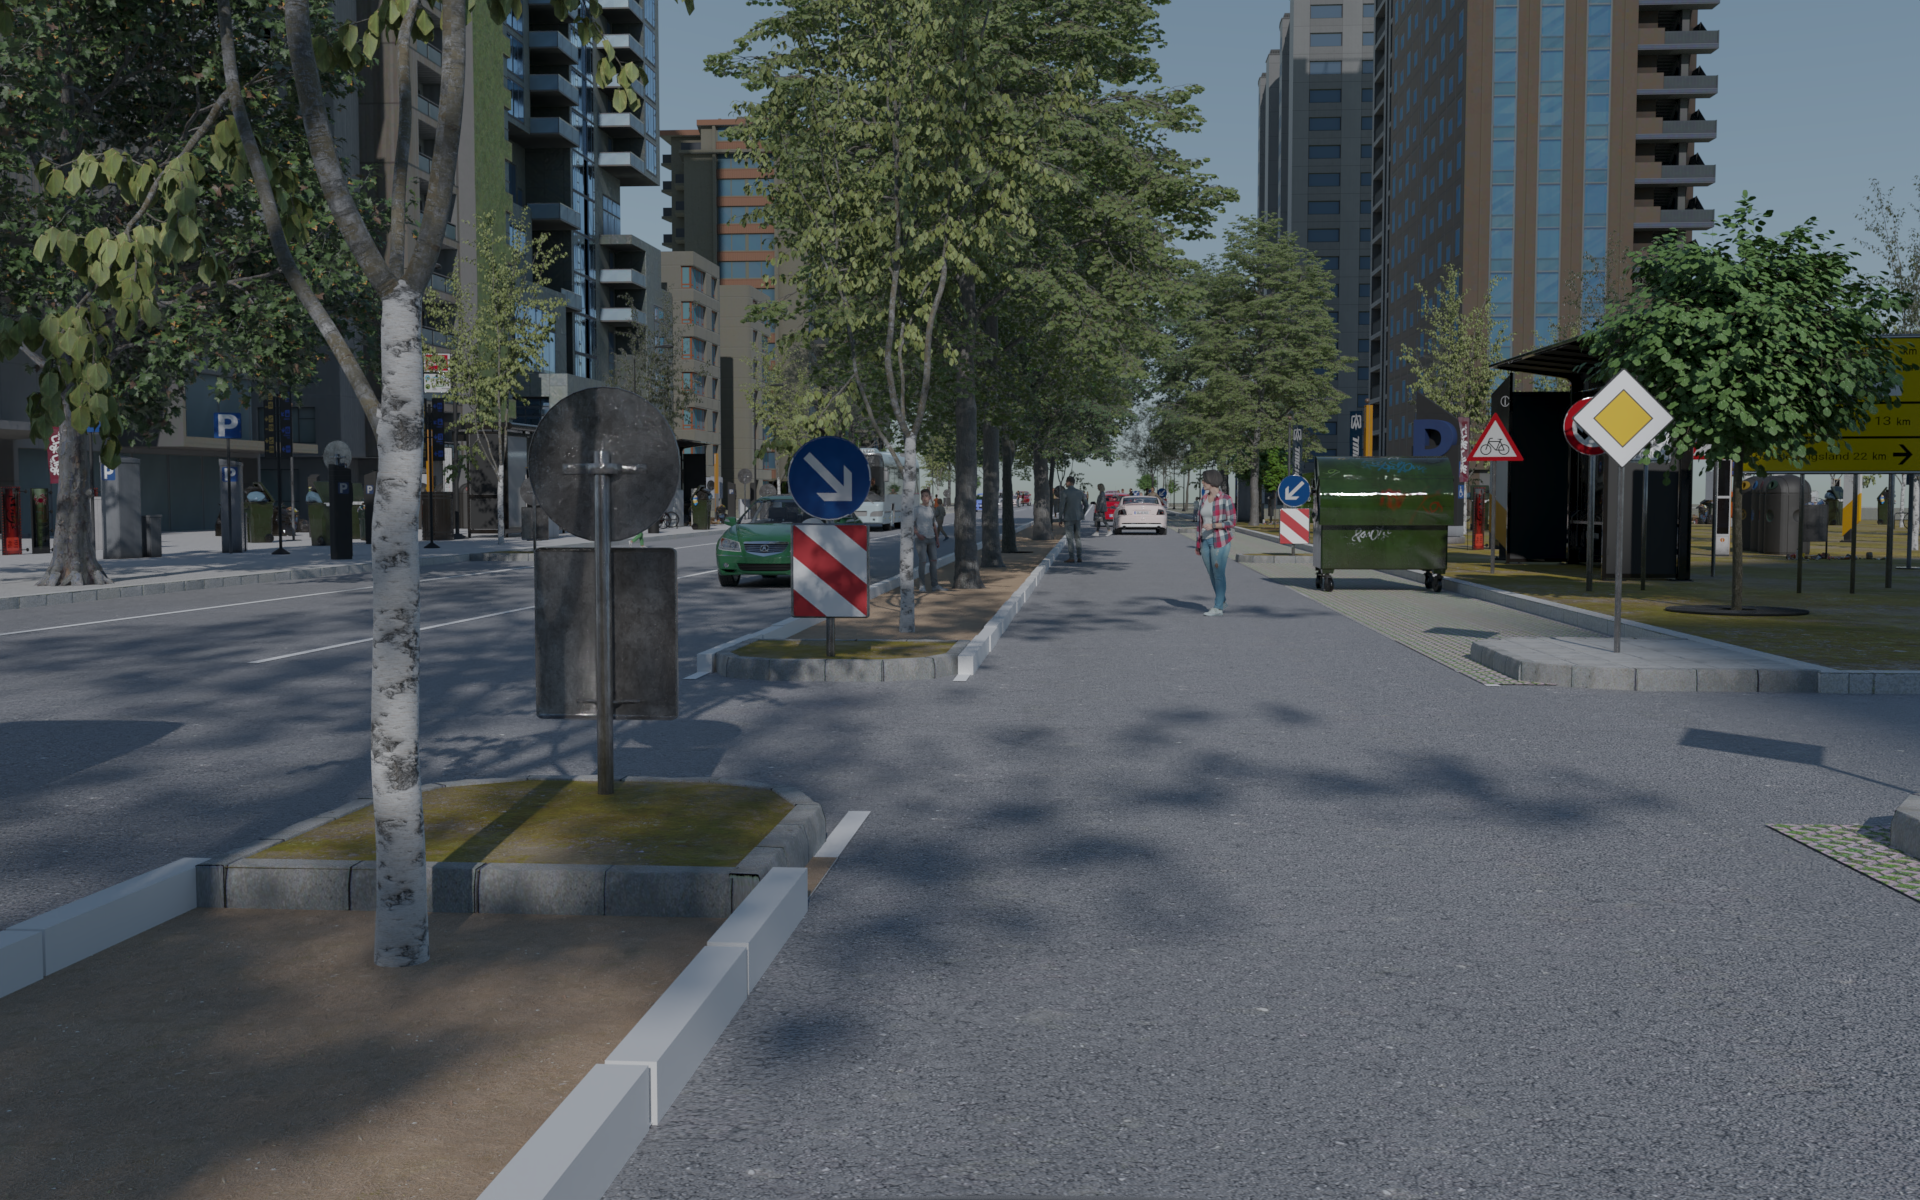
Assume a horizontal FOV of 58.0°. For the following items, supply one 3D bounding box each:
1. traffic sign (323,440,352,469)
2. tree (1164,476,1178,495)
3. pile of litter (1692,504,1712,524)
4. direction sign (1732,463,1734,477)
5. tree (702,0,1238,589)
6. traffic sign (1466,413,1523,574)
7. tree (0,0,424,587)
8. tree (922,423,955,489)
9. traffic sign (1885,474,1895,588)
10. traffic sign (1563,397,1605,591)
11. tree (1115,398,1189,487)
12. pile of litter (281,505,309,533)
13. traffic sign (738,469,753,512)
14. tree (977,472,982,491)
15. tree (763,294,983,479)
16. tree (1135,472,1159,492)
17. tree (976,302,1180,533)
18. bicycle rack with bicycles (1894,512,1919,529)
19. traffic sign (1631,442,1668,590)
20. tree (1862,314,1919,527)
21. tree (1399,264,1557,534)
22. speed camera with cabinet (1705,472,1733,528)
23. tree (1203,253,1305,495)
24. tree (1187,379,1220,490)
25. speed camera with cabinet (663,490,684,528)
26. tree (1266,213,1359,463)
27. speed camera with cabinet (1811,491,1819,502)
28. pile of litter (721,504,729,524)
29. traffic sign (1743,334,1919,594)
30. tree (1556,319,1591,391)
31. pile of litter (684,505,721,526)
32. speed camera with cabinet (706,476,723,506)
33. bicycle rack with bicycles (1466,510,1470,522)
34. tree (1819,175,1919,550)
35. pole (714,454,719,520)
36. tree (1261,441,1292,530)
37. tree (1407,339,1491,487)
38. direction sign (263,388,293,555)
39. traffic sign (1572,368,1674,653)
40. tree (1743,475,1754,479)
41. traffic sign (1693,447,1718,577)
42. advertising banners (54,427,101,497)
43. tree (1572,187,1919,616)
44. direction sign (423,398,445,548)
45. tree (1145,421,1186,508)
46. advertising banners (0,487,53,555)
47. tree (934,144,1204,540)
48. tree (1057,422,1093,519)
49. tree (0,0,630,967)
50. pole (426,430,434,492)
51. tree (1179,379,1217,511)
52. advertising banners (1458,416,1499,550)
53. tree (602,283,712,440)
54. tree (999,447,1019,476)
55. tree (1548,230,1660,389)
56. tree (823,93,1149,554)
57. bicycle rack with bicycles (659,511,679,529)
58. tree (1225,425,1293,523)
[{"bbox_3d":[-14.750,-2.502,41.014,0.768,2.556,0.104,1,4,13],"label":"traffic sign"},{"bbox_3d":[22.179,-11.404,181.053,1.663,3.219,1.824,0,3,0],"label":"tree"},{"bbox_3d":[31.644,-3.646,73.573,1.176,0.858,1.719,-2,4,-30],"label":"pile of litter"},{"bbox_3d":[34.309,-5.247,77.783,0.876,3.537,0.379,1,4,17],"label":"direction sign"},{"bbox_3d":[0.175,-6.407,25.340,7.486,12.596,7.792,0,3,0],"label":"tree"},{"bbox_3d":[8.590,-1.704,27.869,0.884,2.594,0.081,1,4,11],"label":"traffic sign"},{"bbox_3d":[-12.472,-6.561,24.287,9.611,12.733,9.660,0,3,0],"label":"tree"},{"bbox_3d":[-2.076,-13.223,166.558,4.360,8.622,3.978,0,3,0],"label":"tree"},{"bbox_3d":[12.702,-1.438,23.620,0.768,2.556,0.104,1,4,8],"label":"traffic sign"},{"bbox_3d":[8.306,-1.387,22.784,0.768,2.556,0.104,0,4,6],"label":"traffic sign"},{"bbox_3d":[23.895,-18.620,214.802,12.009,13.543,11.850,0,3,0],"label":"tree"},{"bbox_3d":[-22.310,-2.684,57.851,1.719,0.858,1.176,0,4,-1],"label":"pile of litter"},{"bbox_3d":[-10.717,-5.272,86.303,0.768,2.556,0.104,1,4,9],"label":"traffic sign"},{"bbox_3d":[0.962,-13.551,205.273,4.285,4.588,4.351,0,3,0],"label":"tree"},{"bbox_3d":[-6.812,-11.732,102.193,12.009,13.543,11.850,0,3,0],"label":"tree"},{"bbox_3d":[25.676,-15.458,236.448,4.285,4.588,4.351,0,3,0],"label":"tree"},{"bbox_3d":[3.164,-7.655,62.026,8.767,10.594,7.601,0,4,5],"label":"tree"},{"bbox_3d":[35.139,-2.978,62.072,2.925,0.926,2.852,-1,4,-16],"label":"bicycle rack with bicycles"},{"bbox_3d":[9.110,-1.279,23.037,0.606,2.300,0.079,1,4,9],"label":"traffic sign"},{"bbox_3d":[36.366,-7.117,66.728,4.737,8.622,4.395,0,3,0],"label":"tree"},{"bbox_3d":[16.032,-6.393,54.888,4.737,8.622,4.395,0,3,0],"label":"tree"},{"bbox_3d":[29.464,-4.400,66.270,2.038,3.252,0.660,-2,4,-26],"label":"speed camera with cabinet"},{"bbox_3d":[14.005,-11.283,91.137,9.857,13.997,8.962,0,3,0],"label":"tree"},{"bbox_3d":[14.979,-9.234,101.345,4.737,8.622,4.395,0,3,0],"label":"tree"},{"bbox_3d":[-11.263,-4.442,66.964,0.660,3.252,2.038,0,4,8],"label":"speed camera with cabinet"},{"bbox_3d":[12.356,-9.296,70.114,7.486,12.596,7.792,0,3,0],"label":"tree"},{"bbox_3d":[39.125,-5.312,81.183,2.038,3.252,0.660,2,4,33],"label":"speed camera with cabinet"},{"bbox_3d":[-10.393,-3.639,73.456,1.176,0.858,1.719,2,4,28],"label":"pile of litter"},{"bbox_3d":[11.184,-1.737,22.271,2.265,3.308,0.079,1,4,9],"label":"traffic sign"},{"bbox_3d":[25.450,-7.445,72.085,4.737,8.622,4.395,0,3,0],"label":"tree"},{"bbox_3d":[-10.591,-3.397,69.505,1.719,0.858,1.176,0,4,-5],"label":"pile of litter"},{"bbox_3d":[-13.338,-5.867,90.260,2.038,3.252,0.660,2,4,31],"label":"speed camera with cabinet"},{"bbox_3d":[21.350,-3.935,77.727,2.925,0.926,2.852,1,4,20],"label":"bicycle rack with bicycles"},{"bbox_3d":[21.601,-5.441,39.330,4.360,8.622,3.978,0,3,0],"label":"tree"},{"bbox_3d":[-12.250,-5.705,87.117,0.158,3.312,0.155,0,3,0],"label":"pole"},{"bbox_3d":[11.387,-4.168,62.741,1.663,3.219,1.824,0,3,0],"label":"tree"},{"bbox_3d":[22.966,-8.012,81.353,4.360,8.622,3.978,0,3,0],"label":"tree"},{"bbox_3d":[-14.448,-2.737,36.742,0.876,3.537,0.379,2,4,31],"label":"direction sign"},{"bbox_3d":[5.313,-0.631,13.951,0.795,2.450,0.064,0,4,5],"label":"traffic sign"},{"bbox_3d":[38.662,-8.224,84.829,4.360,8.622,3.978,0,3,0],"label":"tree"},{"bbox_3d":[11.698,-1.641,26.836,0.884,2.594,0.081,1,4,14],"label":"traffic sign"},{"bbox_3d":[-22.166,-2.928,44.066,2.074,3.025,0.090,-1,4,-11],"label":"advertising banners"},{"bbox_3d":[8.456,-2.146,18.801,4.285,4.588,4.351,0,3,0],"label":"tree"},{"bbox_3d":[-12.520,-2.994,40.956,0.876,3.537,0.379,2,4,26],"label":"direction sign"},{"bbox_3d":[19.210,-12.840,160.303,4.360,8.622,3.978,0,3,0],"label":"tree"},{"bbox_3d":[-19.951,-2.460,36.413,0.090,3.025,2.074,1,4,18],"label":"advertising banners"},{"bbox_3d":[2.568,-8.808,53.130,9.857,13.997,8.962,0,3,0],"label":"tree"},{"bbox_3d":[5.157,-8.250,87.709,4.360,8.622,3.978,0,3,0],"label":"tree"},{"bbox_3d":[-1.723,-3.207,5.261,4.737,8.622,4.395,0,3,0],"label":"tree"},{"bbox_3d":[-16.787,-3.732,54.860,0.158,3.312,0.155,0,3,0],"label":"pole"},{"bbox_3d":[17.939,-12.239,134.524,7.601,10.594,8.767,1,4,15],"label":"tree"},{"bbox_3d":[11.915,-2.661,39.692,2.074,3.025,0.090,-3,5,-44],"label":"advertising banners"},{"bbox_3d":[-10.827,-6.778,61.175,4.360,8.622,3.978,0,3,0],"label":"tree"},{"bbox_3d":[3.835,-20.307,242.394,12.009,13.543,11.850,0,3,0],"label":"tree"},{"bbox_3d":[18.816,-6.047,49.231,4.360,8.622,3.978,0,3,0],"label":"tree"},{"bbox_3d":[1.087,-6.942,41.710,9.928,11.665,9.643,0,3,0],"label":"tree"},{"bbox_3d":[-11.743,-3.123,64.441,2.925,0.926,2.852,-1,4,-18],"label":"bicycle rack with bicycles"},{"bbox_3d":[13.473,-5.717,77.183,4.285,4.588,4.351,0,3,0],"label":"tree"}]
